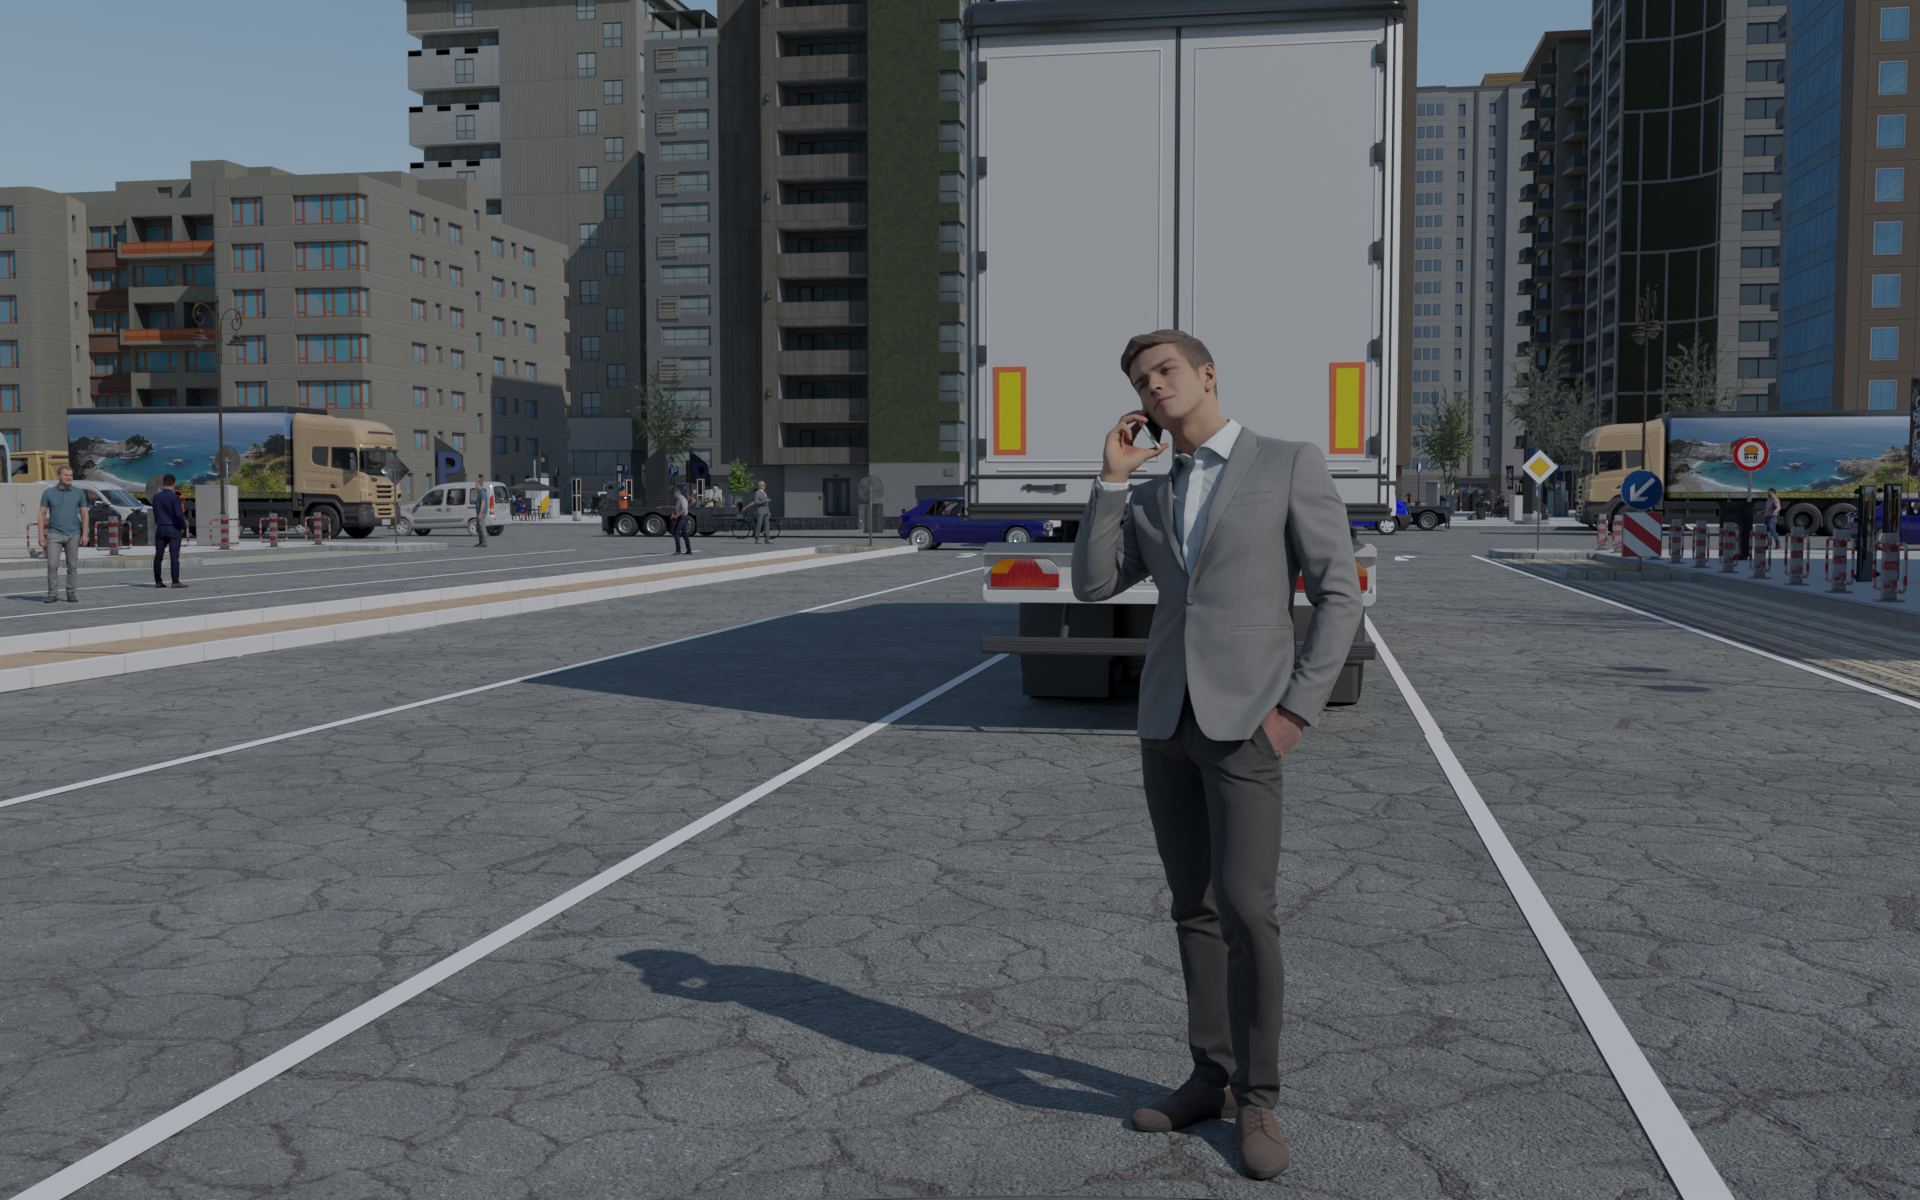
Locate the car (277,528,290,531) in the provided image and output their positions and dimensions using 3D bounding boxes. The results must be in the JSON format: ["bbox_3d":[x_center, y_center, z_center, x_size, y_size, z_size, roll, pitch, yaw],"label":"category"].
[{"bbox_3d":[-27.889,-3.553,67.135,4.494,1.783,2.155,1,4,10],"label":"car"}]

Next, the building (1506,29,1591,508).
[{"bbox_3d":[64.346,-31.031,161.984,22.147,44.769,28.867,1,4,11],"label":"building"}]

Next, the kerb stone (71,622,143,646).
[{"bbox_3d":[-8.288,0.336,16.711,0.120,0.150,1.000,1,4,11],"label":"kerb stone"}]

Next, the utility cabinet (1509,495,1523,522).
[{"bbox_3d":[25.369,-4.129,78.676,1.020,1.237,0.306,-3,5,-39],"label":"utility cabinet"}]

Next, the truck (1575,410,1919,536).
[{"bbox_3d":[26.557,-4.328,59.680,11.283,4.237,2.839,1,4,11],"label":"truck"}]

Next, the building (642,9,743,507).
[{"bbox_3d":[-18.051,-28.464,148.984,14.154,41.232,14.086,1,4,11],"label":"building"}]

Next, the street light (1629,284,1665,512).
[{"bbox_3d":[15.128,-4.006,38.282,0.468,5.910,1.993,1,4,11],"label":"street light"}]

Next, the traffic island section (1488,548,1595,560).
[{"bbox_3d":[13.083,-1.032,39.152,2.009,0.180,2.903,1,4,11],"label":"traffic island section"}]

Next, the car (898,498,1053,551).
[{"bbox_3d":[0.417,-1.953,44.507,3.894,1.354,1.945,1,4,10],"label":"car"}]

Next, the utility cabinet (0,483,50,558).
[{"bbox_3d":[-18.765,-1.576,34.439,1.173,1.500,0.318,-3,5,-39],"label":"utility cabinet"}]

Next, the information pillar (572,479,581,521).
[{"bbox_3d":[-18.219,-4.758,82.279,0.304,2.012,0.304,2,4,31],"label":"information pillar"}]

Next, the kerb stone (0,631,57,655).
[{"bbox_3d":[-8.474,0.398,15.683,0.120,0.150,1.000,1,4,11],"label":"kerb stone"}]

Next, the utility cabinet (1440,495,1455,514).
[{"bbox_3d":[31.732,-6.226,112.952,1.020,1.237,0.306,2,4,31],"label":"utility cabinet"}]

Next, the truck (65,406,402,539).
[{"bbox_3d":[-23.323,-4.136,56.535,11.283,4.237,2.839,1,4,11],"label":"truck"}]

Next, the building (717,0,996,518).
[{"bbox_3d":[-5.442,-19.828,95.887,14.107,30.474,14.160,1,4,11],"label":"building"}]

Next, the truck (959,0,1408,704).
[{"bbox_3d":[2.204,-1.609,15.228,2.839,4.237,11.283,1,4,10],"label":"truck"}]

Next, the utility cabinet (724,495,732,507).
[{"bbox_3d":[-16.440,-6.824,122.731,0.306,1.237,1.020,0,4,5],"label":"utility cabinet"}]

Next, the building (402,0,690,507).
[{"bbox_3d":[-41.036,-36.232,181.639,27.495,52.752,28.713,1,4,11],"label":"building"}]

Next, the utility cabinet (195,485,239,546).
[{"bbox_3d":[-18.244,-2.072,42.553,1.173,1.500,0.318,2,4,28],"label":"utility cabinet"}]

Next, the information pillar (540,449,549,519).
[{"bbox_3d":[-21.552,-6.018,89.754,0.183,3.616,0.504,3,5,43],"label":"information pillar"}]

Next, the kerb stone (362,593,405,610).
[{"bbox_3d":[-7.316,0.026,21.766,0.120,0.150,1.000,1,4,11],"label":"kerb stone"}]

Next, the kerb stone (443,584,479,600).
[{"bbox_3d":[-6.928,-0.097,23.783,0.120,0.150,1.000,1,4,11],"label":"kerb stone"}]

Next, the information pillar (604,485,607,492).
[{"bbox_3d":[-27.976,-8.097,136.870,0.304,2.012,0.304,-1,4,-17],"label":"information pillar"}]

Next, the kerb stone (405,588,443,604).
[{"bbox_3d":[-7.126,-0.035,22.776,0.120,0.150,1.000,1,4,11],"label":"kerb stone"}]

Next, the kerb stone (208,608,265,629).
[{"bbox_3d":[-7.897,0.212,18.736,0.120,0.150,1.000,1,4,11],"label":"kerb stone"}]

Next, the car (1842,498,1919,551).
[{"bbox_3d":[24.749,-1.929,44.121,3.894,1.354,1.945,1,4,10],"label":"car"}]

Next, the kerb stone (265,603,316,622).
[{"bbox_3d":[-7.702,0.150,19.744,0.120,0.150,1.000,1,4,11],"label":"kerb stone"}]

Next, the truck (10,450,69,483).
[{"bbox_3d":[-38.956,-4.993,77.564,9.791,3.379,3.469,1,4,12],"label":"truck"}]

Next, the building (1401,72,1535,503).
[{"bbox_3d":[66.183,-43.138,247.300,28.212,58.520,21.231,1,4,11],"label":"building"}]

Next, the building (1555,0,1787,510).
[{"bbox_3d":[59.923,-42.730,136.882,20.563,71.187,20.611,1,4,11],"label":"building"}]

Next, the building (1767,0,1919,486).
[{"bbox_3d":[50.755,-26.764,87.695,14.200,45.320,14.600,1,4,11],"label":"building"}]

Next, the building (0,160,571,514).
[{"bbox_3d":[-44.006,-16.207,110.021,28.899,21.520,27.650,1,4,11],"label":"building"}]

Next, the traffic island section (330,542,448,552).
[{"bbox_3d":[-14.466,-1.351,44.376,2.009,0.180,2.903,1,4,11],"label":"traffic island section"}]

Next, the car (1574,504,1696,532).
[{"bbox_3d":[26.686,-3.586,67.296,5.304,1.827,2.281,1,4,10],"label":"car"}]

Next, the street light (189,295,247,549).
[{"bbox_3d":[-17.284,-4.141,40.485,0.468,5.910,1.993,1,4,11],"label":"street light"}]

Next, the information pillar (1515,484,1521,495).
[{"bbox_3d":[41.061,-7.518,127.409,0.304,2.012,0.304,-1,4,-13],"label":"information pillar"}]

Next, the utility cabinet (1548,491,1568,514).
[{"bbox_3d":[38.234,-6.244,110.761,1.173,1.500,0.318,3,4,38],"label":"utility cabinet"}]

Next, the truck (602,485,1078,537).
[{"bbox_3d":[-2.578,-4.114,57.031,18.799,4.110,2.967,1,4,12],"label":"truck"}]

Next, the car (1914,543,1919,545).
[{"bbox_3d":[28.361,-2.430,49.324,3.694,1.707,1.945,1,4,12],"label":"car"}]

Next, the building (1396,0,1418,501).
[{"bbox_3d":[16.398,-27.009,91.703,14.200,45.320,14.600,1,4,11],"label":"building"}]

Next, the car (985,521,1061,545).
[{"bbox_3d":[1.871,-2.231,48.834,2.083,1.381,4.827,1,4,11],"label":"car"}]

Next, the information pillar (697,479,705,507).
[{"bbox_3d":[-12.701,-4.918,84.902,0.304,2.012,0.304,0,4,6],"label":"information pillar"}]

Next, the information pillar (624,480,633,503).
[{"bbox_3d":[-16.895,-5.122,88.236,0.304,2.012,0.304,-2,4,-29],"label":"information pillar"}]

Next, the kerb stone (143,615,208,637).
[{"bbox_3d":[-8.083,0.274,17.717,0.120,0.150,1.000,1,4,11],"label":"kerb stone"}]

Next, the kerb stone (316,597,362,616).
[{"bbox_3d":[-7.511,0.091,20.753,0.120,0.150,1.000,1,4,11],"label":"kerb stone"}]

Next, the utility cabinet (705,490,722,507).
[{"bbox_3d":[-12.011,-4.627,84.330,0.318,1.500,1.173,1,4,19],"label":"utility cabinet"}]

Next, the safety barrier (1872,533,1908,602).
[{"bbox_3d":[11.044,-0.385,20.574,0.300,0.817,1.120,1,4,11],"label":"safety barrier"}]

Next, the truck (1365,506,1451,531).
[{"bbox_3d":[9.967,-4.892,69.742,18.799,4.110,2.967,1,4,11],"label":"truck"}]
